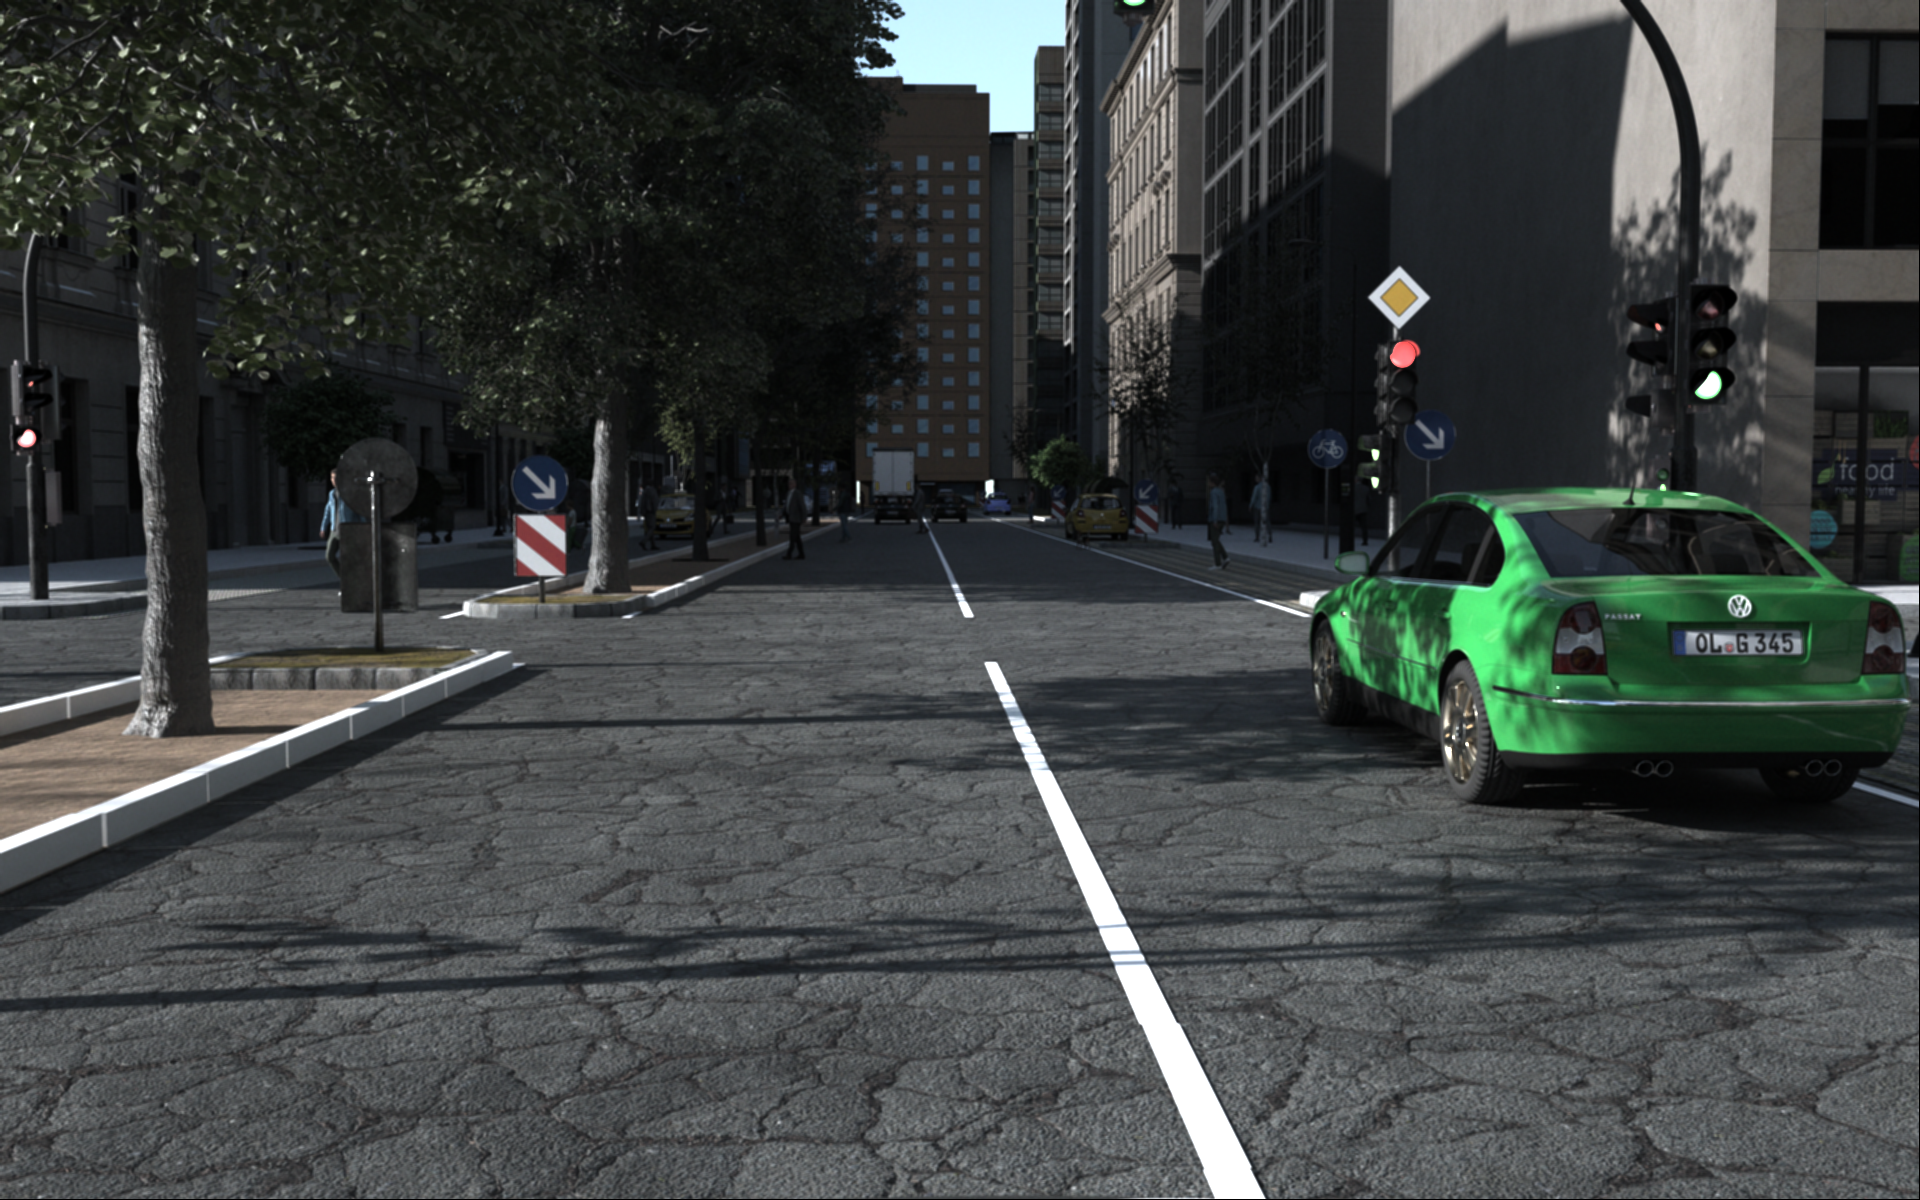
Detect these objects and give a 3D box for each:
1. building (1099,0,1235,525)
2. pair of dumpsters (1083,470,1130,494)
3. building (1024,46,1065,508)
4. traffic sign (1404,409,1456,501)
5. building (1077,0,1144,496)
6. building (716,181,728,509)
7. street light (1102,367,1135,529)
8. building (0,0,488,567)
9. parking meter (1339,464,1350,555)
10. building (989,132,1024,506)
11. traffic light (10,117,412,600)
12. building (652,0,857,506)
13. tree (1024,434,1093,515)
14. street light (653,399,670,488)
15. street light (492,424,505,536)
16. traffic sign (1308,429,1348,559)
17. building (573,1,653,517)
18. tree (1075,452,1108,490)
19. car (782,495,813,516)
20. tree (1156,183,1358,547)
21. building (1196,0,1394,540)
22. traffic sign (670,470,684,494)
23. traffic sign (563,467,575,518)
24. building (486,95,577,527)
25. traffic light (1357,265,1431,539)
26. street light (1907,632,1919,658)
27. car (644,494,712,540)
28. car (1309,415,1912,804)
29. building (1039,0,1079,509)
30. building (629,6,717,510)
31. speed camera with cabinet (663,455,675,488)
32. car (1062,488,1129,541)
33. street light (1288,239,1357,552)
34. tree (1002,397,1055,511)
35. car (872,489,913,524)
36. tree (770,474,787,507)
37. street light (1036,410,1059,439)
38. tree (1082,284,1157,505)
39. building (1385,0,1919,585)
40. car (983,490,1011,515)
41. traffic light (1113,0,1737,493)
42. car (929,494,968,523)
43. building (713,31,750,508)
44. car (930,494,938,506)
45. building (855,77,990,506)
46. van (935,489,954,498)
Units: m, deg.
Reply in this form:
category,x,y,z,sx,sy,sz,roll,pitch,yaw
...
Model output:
category,x,y,z,sx,sy,sz,roll,pitch,yaw
building,14.172,-17.506,83.480,12.463,27.353,25.104,0,4,-2
pair of dumpsters,6.103,-4.253,72.038,1.574,2.255,4.437,0,4,-2
building,13.769,-29.268,162.122,14.154,41.232,14.086,0,4,-2
traffic sign,7.070,-1.593,26.148,0.768,2.556,0.104,0,4,1
building,18.668,-35.307,119.273,21.231,58.520,28.212,0,4,-2
building,-27.496,-22.899,146.096,14.160,30.474,14.107,0,4,-2
street light,5.771,-5.569,63.587,1.470,5.913,1.316,0,4,-2
building,-25.131,-16.426,44.972,17.030,29.872,44.131,0,4,-2
parking meter,7.535,-1.712,33.705,0.255,1.863,0.399,1,4,18
building,9.995,-30.943,189.508,14.086,41.232,14.154,0,4,-2
traffic light,-9.095,-2.837,21.047,4.771,5.953,1.251,0,4,-2
building,-22.099,-46.065,191.413,20.611,71.187,20.563,0,4,-2
tree,5.526,-6.626,92.044,4.285,4.588,4.351,0,3,0
street light,-14.377,-6.846,84.472,1.470,5.913,1.316,0,4,-2
street light,-13.535,-4.901,52.665,1.470,5.913,1.316,0,4,-2
traffic sign,7.227,-2.080,34.117,0.768,2.556,0.104,0,4,5
building,-29.096,-40.765,104.760,20.563,71.187,20.611,0,4,-2
tree,6.292,-5.118,78.277,1.663,3.219,1.824,0,3,0
car,-10.568,-6.188,113.537,2.083,1.381,4.827,0,4,-2
tree,7.458,-5.605,42.008,4.360,8.622,3.978,0,3,0
building,16.969,-16.216,58.640,14.314,27.812,24.014,0,4,-2
traffic sign,-14.928,-5.577,91.294,0.768,2.556,0.104,0,4,6
traffic sign,-14.615,-3.810,64.426,0.606,2.300,0.079,0,4,3
building,-23.345,-13.902,76.445,9.793,20.994,18.267,0,4,-2
traffic light,5.371,-1.988,21.424,0.839,4.253,0.868,0,4,-2
street light,7.089,-2.503,13.470,1.470,5.913,1.316,0,4,-2
car,-9.048,-2.776,55.608,2.015,1.641,3.980,0,3,0
car,3.164,-0.037,9.401,1.959,1.807,4.718,0,4,-2
building,17.568,-43.145,143.680,20.563,71.187,20.611,0,4,-2
building,-29.831,-30.762,126.656,21.300,48.544,21.600,0,4,-2
speed camera with cabinet,-15.051,-5.819,89.470,0.660,3.252,2.038,-1,4,-9
car,4.259,-2.697,54.318,2.015,1.641,3.980,0,4,-1
street light,6.681,-3.623,31.782,1.470,5.913,1.316,0,4,-2
tree,5.113,-11.057,131.147,4.360,8.622,3.978,0,3,0
car,-3.236,-4.492,83.227,2.009,1.686,4.222,0,4,-2
tree,-17.749,-10.656,168.823,1.663,3.219,1.824,0,3,0
street light,4.884,-7.514,95.393,1.470,5.913,1.316,0,4,-2
tree,6.499,-6.695,59.825,4.360,8.622,3.978,0,3,0
building,27.920,-14.004,33.485,34.151,26.468,19.350,0,4,-2
car,2.509,-6.559,116.823,1.945,1.707,3.694,0,4,-3
traffic light,3.502,-2.359,13.244,4.771,5.953,1.251,0,4,-2
car,-0.571,-4.796,88.207,2.009,1.686,4.222,0,4,-3
building,-27.399,-31.248,161.021,14.200,45.320,14.600,0,4,-2
car,-1.956,-9.866,171.089,2.009,1.686,4.222,0,4,-1
building,-4.158,-32.994,189.566,14.200,45.320,14.600,0,4,-2
van,-1.253,-9.161,156.790,2.013,2.044,4.112,0,4,0
